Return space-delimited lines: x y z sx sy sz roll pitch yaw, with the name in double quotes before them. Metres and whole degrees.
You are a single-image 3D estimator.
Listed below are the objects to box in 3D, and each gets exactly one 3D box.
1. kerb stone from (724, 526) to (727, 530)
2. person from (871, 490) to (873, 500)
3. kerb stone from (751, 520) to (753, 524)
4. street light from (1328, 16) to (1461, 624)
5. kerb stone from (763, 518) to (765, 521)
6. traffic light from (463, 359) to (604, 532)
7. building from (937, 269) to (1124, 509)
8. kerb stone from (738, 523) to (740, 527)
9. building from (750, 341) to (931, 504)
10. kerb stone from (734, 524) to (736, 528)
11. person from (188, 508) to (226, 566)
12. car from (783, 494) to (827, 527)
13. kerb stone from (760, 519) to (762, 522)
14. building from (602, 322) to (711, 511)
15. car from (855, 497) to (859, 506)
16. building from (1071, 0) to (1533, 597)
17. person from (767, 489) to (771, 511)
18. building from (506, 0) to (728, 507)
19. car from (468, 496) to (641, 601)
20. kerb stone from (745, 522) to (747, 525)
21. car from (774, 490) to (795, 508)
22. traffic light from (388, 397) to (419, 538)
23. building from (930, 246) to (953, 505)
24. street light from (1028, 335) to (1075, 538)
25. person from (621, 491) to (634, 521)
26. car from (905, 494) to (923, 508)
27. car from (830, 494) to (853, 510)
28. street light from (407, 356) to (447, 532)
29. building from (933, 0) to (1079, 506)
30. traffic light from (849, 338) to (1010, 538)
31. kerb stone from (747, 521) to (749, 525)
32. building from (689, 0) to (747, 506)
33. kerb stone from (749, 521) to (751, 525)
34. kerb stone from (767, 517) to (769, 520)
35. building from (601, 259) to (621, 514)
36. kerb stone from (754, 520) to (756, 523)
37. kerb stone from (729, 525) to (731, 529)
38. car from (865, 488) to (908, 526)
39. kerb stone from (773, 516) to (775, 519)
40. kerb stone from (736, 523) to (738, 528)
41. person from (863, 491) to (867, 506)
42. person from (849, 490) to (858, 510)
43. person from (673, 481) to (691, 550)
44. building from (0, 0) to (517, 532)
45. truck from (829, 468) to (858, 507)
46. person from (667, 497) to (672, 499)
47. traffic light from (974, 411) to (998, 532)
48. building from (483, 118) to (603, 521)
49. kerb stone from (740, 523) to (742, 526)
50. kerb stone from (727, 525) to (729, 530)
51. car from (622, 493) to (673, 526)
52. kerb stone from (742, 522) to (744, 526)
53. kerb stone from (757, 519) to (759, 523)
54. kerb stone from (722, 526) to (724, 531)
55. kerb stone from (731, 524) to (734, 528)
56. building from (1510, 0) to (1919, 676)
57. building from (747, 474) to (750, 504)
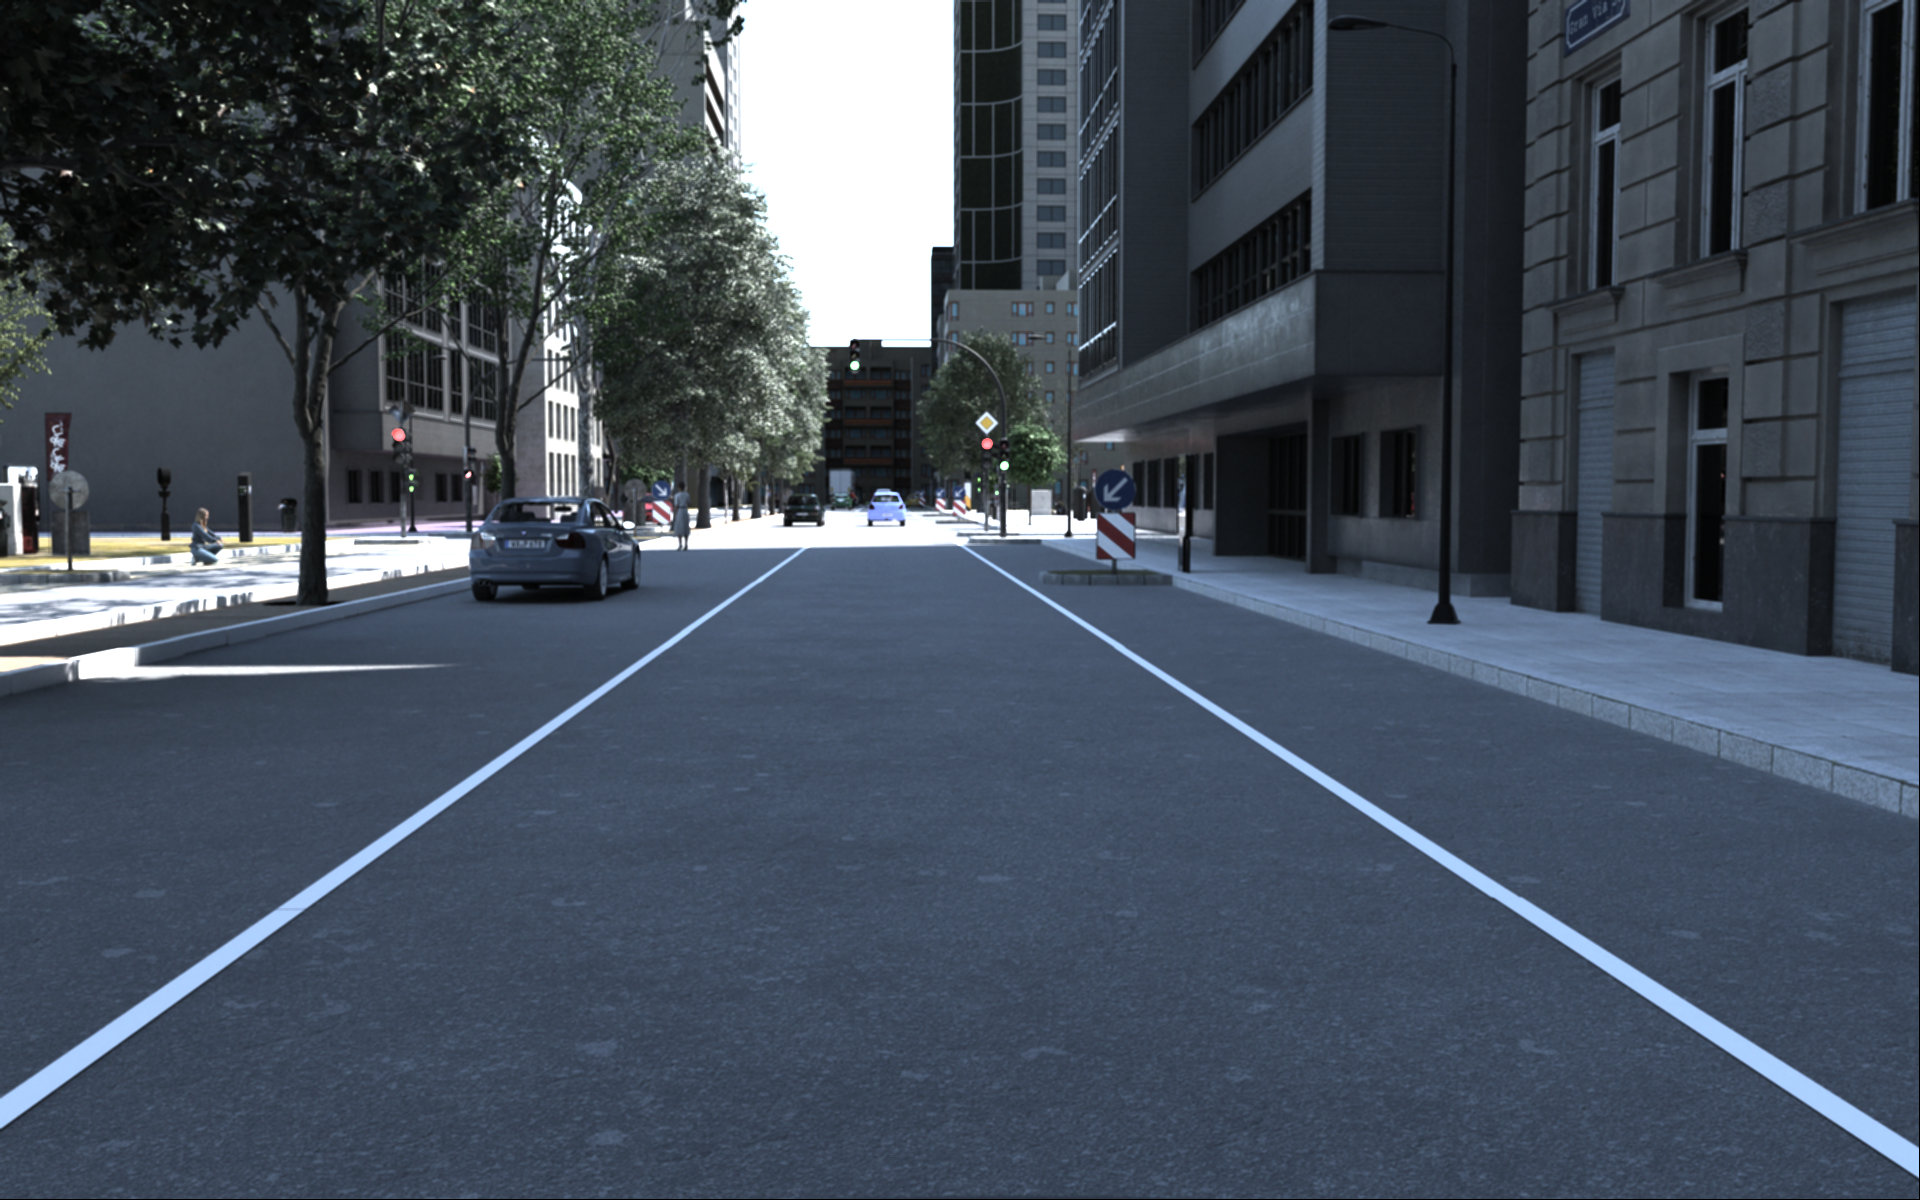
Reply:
"kerb stone" -9.330 -2.785 67.736 0.120 0.150 1.000 0 4 -3
"person" -8.311 -9.544 164.483 0.705 1.831 1.348 0 4 -6
"kerb stone" -9.922 -3.594 81.046 0.120 0.150 1.000 0 4 -3
"street light" 4.273 -2.721 17.026 1.470 5.913 1.316 0 4 -3
"kerb stone" -10.288 -4.099 89.238 0.120 0.150 1.000 0 4 -3
"traffic light" -14.370 -5.106 58.157 4.771 5.953 1.251 0 4 -3
"building" 12.125 -19.360 161.582 27.650 21.520 28.899 0 4 -3
"kerb stone" -9.604 -3.161 73.883 0.120 0.150 1.000 0 4 -3
"building" -12.177 -23.617 231.173 28.899 21.520 27.650 0 4 -3
"kerb stone" -9.518 -3.036 71.840 0.120 0.150 1.000 0 4 -3
"person" -14.956 -1.257 34.554 0.738 1.151 1.012 0 4 -5
"car" -6.943 -4.133 77.360 2.009 1.686 4.222 0 4 -2
"kerb stone" -10.200 -3.975 87.183 0.120 0.150 1.000 0 4 -3
"building" -36.534 -18.467 146.971 27.650 21.520 28.899 0 4 -3
"car" -13.098 -11.909 207.075 2.083 1.381 4.827 0 4 -3
"building" 10.980 -13.260 35.870 14.314 24.678 30.058 0 4 -3
"person" -15.832 -8.261 143.436 0.599 1.838 0.709 -3 5 -44
"building" -34.783 -33.502 171.452 21.300 48.544 21.600 0 4 -3
"car" -5.698 -0.771 24.616 2.014 1.417 4.499 0 4 -1
"kerb stone" -9.785 -3.408 77.975 0.120 0.150 1.000 0 4 -3
"car" -17.818 -10.316 177.337 2.281 1.827 5.304 0 4 -2
"traffic light" -16.097 -3.739 50.051 0.839 4.253 0.868 0 4 -3
"building" 3.488 -26.379 202.999 14.160 30.474 14.107 0 4 -3
"street light" 2.682 -4.792 50.897 1.470 5.913 1.316 0 4 -3
"person" -13.509 -3.848 70.780 0.474 1.900 0.648 2 4 28
"car" -4.788 -10.480 181.564 2.015 1.641 3.980 0 4 -3
"car" -10.647 -8.800 155.675 2.131 1.459 4.920 0 4 -2
"street light" -17.931 -5.244 58.288 1.470 5.913 1.316 0 4 -3
"building" 7.664 -45.648 184.600 20.563 71.187 20.611 0 4 -3
"traffic light" -0.840 -4.645 50.611 4.771 5.953 1.251 0 4 -3
"kerb stone" -9.842 -3.471 78.996 0.120 0.150 1.000 0 4 -3
"building" -35.621 -46.421 197.236 20.611 71.187 20.563 0 4 -3
"kerb stone" -9.878 -3.536 80.025 0.120 0.150 1.000 0 4 -3
"kerb stone" -10.427 -4.289 92.312 0.120 0.150 1.000 0 4 -3
"building" -29.884 -14.673 107.350 16.820 18.784 16.811 0 4 -3
"kerb stone" -10.017 -3.723 83.088 0.120 0.150 1.000 0 4 -3
"kerb stone" -9.416 -2.911 69.794 0.120 0.150 1.000 0 4 -3
"car" -3.313 -4.179 77.910 1.945 1.707 3.694 0 4 -3
"kerb stone" -10.664 -4.602 97.433 0.120 0.150 1.000 0 4 -3
"kerb stone" -9.548 -3.097 72.863 0.120 0.150 1.000 0 4 -3
"person" -11.337 -12.076 205.951 0.705 1.824 1.348 -1 4 -21
"person" -9.898 -9.231 159.362 0.705 1.831 1.348 -3 5 -40
"person" -7.113 -2.145 44.144 0.480 1.755 0.524 -3 5 -41
"building" -27.426 -16.872 69.366 14.314 27.812 24.014 0 4 -3
"truck" -13.087 -12.558 194.241 2.839 4.237 11.283 0 4 -1
"person" -19.231 -6.410 113.859 0.519 1.759 0.362 1 4 13
"traffic light" 0.887 -4.275 58.823 0.839 4.253 0.868 0 4 -3
"building" -25.366 -14.423 90.559 10.420 20.320 16.860 0 4 -3
"kerb stone" -9.649 -3.224 74.905 0.120 0.150 1.000 0 4 -3
"kerb stone" -9.369 -2.849 68.769 0.120 0.150 1.000 0 4 -3
"car" -14.345 -4.318 79.642 2.155 1.783 4.494 0 4 -1
"kerb stone" -9.690 -3.287 75.932 0.120 0.150 1.000 0 4 -3
"kerb stone" -10.117 -3.844 85.135 0.120 0.150 1.000 0 4 -3
"kerb stone" -9.283 -2.723 66.715 0.120 0.150 1.000 0 4 -3
"kerb stone" -9.464 -2.974 70.816 0.120 0.150 1.000 0 4 -3
"building" 12.572 -12.856 7.461 12.463 27.353 25.104 0 4 -3
"building" -42.122 -23.533 229.805 28.899 21.520 27.650 0 4 -3
